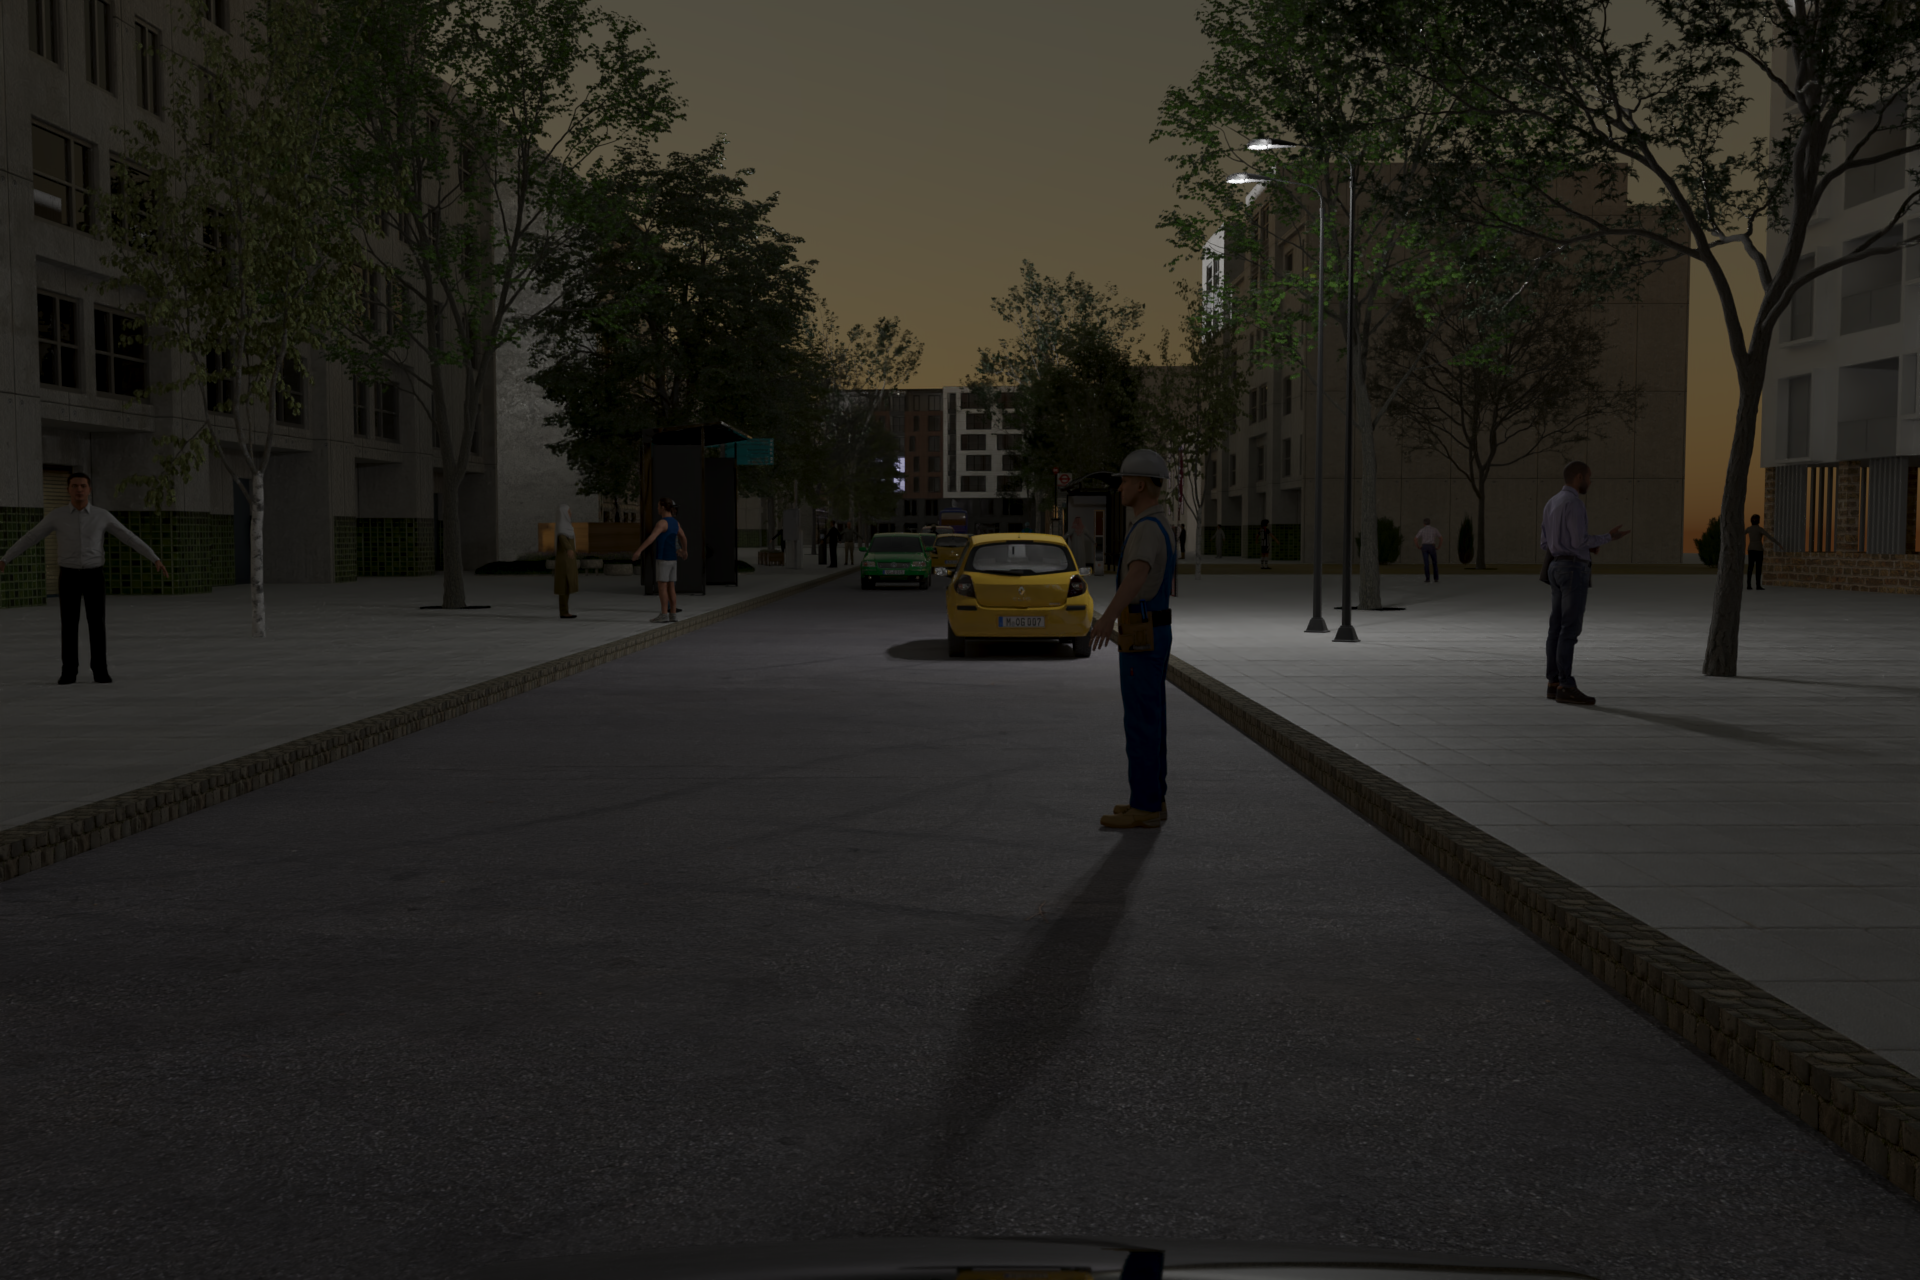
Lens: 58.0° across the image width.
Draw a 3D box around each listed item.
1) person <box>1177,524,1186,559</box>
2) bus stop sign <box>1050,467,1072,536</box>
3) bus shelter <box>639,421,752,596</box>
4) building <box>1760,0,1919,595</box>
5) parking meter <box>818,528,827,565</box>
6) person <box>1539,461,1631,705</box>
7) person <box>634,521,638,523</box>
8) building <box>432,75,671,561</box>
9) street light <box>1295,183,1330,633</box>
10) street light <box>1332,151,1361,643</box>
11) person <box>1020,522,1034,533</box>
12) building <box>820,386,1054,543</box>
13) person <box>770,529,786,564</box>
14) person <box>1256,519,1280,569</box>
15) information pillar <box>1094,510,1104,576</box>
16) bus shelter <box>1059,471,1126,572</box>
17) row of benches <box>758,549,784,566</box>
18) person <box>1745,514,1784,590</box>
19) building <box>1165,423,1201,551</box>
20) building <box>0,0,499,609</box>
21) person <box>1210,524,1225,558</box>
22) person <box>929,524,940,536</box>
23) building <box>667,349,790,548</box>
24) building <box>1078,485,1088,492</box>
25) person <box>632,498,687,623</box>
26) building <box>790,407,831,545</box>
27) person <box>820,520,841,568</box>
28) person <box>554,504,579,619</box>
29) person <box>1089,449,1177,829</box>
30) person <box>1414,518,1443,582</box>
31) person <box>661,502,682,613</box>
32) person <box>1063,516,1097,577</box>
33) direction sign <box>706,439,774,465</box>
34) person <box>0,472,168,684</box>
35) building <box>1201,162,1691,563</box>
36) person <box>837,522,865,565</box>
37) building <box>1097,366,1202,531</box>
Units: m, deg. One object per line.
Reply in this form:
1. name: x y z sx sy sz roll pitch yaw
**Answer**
1. person: 11.313 -5.020 88.212 0.704 1.812 1.346 1 4 22
2. bus stop sign: 4.042 -4.927 69.267 0.855 3.939 0.416 0 4 -1
3. bus shelter: -5.871 -2.926 39.122 1.731 3.624 6.357 0 4 -1
4. building: 25.018 -11.275 40.767 16.016 20.090 11.380 0 3 0
5. parking meter: -5.745 -3.914 72.405 0.372 1.533 0.369 0 3 0
6. person: 4.791 -0.451 13.279 0.599 1.838 0.709 0 4 -4
7. person: -14.764 -4.477 78.961 1.354 1.858 0.705 -3 5 -44
8. building: -25.398 -15.643 86.691 19.493 23.208 18.063 0 4 0
9. street light: 5.204 -3.051 22.430 1.470 5.913 1.316 0 4 0
10. street light: 5.147 -2.931 20.467 1.470 5.913 1.316 0 4 0
11. person: 3.094 -4.470 79.204 1.347 1.817 0.704 1 4 19
12. building: -3.008 -24.804 251.981 32.646 21.610 27.936 0 4 6
13. person: -7.494 -4.141 73.897 1.347 1.806 0.705 -3 4 -37
14. person: 11.136 -3.481 63.053 0.704 1.843 1.345 -2 4 -27
15. information pillar: 4.247 -2.962 52.928 0.304 2.012 0.304 0 4 0
16. bus shelter: 4.557 -3.939 58.325 2.014 3.302 5.546 0 4 -1
17. row of benches: -7.763 -3.402 71.087 1.422 0.672 4.104 -1 4 -13
18. person: 18.345 -2.024 39.847 0.721 1.744 1.215 -2 4 -33
19. building: 21.695 -11.583 131.534 9.099 9.664 28.070 0 4 0
20. building: -24.694 -10.902 44.701 16.747 18.905 31.486 0 4 0
21. person: 13.699 -5.231 91.721 0.705 1.806 1.347 -2 4 -24
22. person: -1.130 -4.044 74.361 1.354 1.856 0.705 -1 4 -14
23. building: -27.639 -19.231 180.891 16.747 18.905 31.486 0 4 0
24. building: 23.464 -21.898 224.494 16.747 18.905 31.486 0 4 0
25. person: -4.289 -1.160 25.139 0.704 1.807 1.345 2 4 23
26. building: -26.175 -23.332 212.414 19.493 23.208 18.063 0 4 0
27. person: -4.869 -3.663 66.116 0.704 1.802 1.346 2 4 30
28. person: -5.941 -1.201 26.417 0.721 1.736 1.217 -1 4 -12
29. person: 0.881 -0.015 8.558 0.705 1.847 1.347 1 4 16
30. person: 12.435 -2.387 46.008 0.756 1.711 0.436 1 4 12
31. person: -4.730 -1.375 28.328 0.704 1.849 1.345 0 4 -1
32. person: 3.485 -2.770 51.440 1.347 1.811 0.704 -1 4 -20
33. direction sign: -5.901 -3.361 43.709 2.525 3.948 1.411 0 3 0
34. person: -7.547 -0.534 14.886 1.344 1.810 0.704 -2 4 -27
35. building: 23.332 -13.747 91.217 16.747 18.905 31.486 0 4 0
36. person: -4.605 -4.017 71.948 1.348 1.796 0.705 0 4 -1
37. building: 24.051 -19.828 190.640 16.747 18.905 31.486 0 4 0
